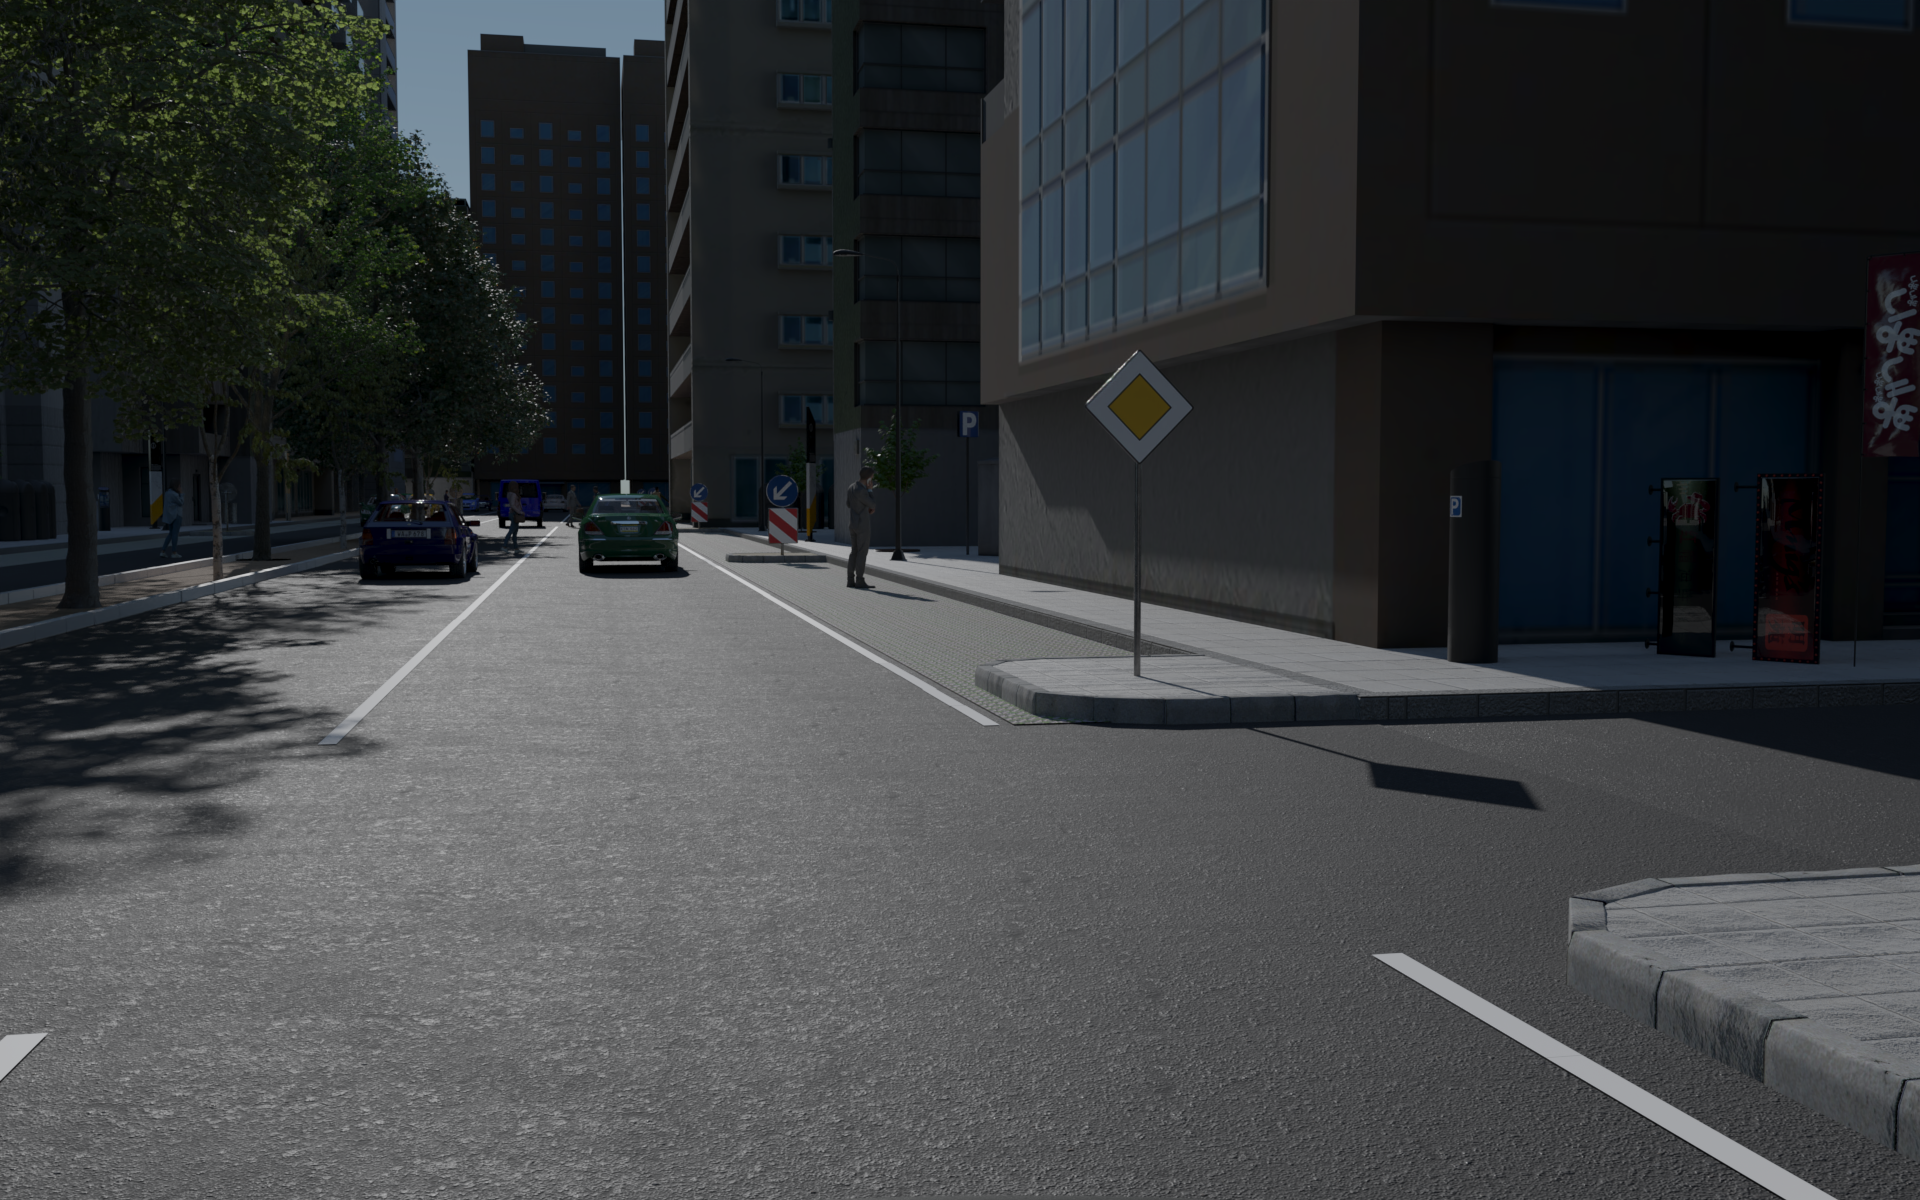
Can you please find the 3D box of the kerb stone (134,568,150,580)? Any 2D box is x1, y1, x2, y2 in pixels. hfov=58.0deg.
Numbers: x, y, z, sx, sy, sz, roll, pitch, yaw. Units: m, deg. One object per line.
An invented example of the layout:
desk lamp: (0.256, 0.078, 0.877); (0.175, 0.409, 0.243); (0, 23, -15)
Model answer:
kerb stone: (-13.795, -0.415, 28.996); (0.120, 0.150, 1.000); (-1, 4, -12)

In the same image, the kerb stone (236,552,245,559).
kerb stone: (-15.504, -0.898, 37.010); (0.120, 0.150, 1.000); (-1, 4, -12)

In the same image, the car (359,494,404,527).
car: (-25.747, -4.028, 77.660); (2.131, 1.459, 4.920); (-1, 4, -12)

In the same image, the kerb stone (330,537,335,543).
kerb stone: (-18.277, -1.704, 50.054); (0.120, 0.150, 1.000); (-1, 4, -12)

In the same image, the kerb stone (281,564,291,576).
kerb stone: (-11.948, -0.501, 30.412); (0.120, 0.150, 1.000); (-1, 4, -12)

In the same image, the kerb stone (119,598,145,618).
kerb stone: (-9.813, 0.112, 20.374); (0.120, 0.150, 1.000); (-1, 4, -12)

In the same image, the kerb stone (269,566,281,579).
kerb stone: (-11.735, -0.441, 29.411); (0.120, 0.150, 1.000); (-1, 4, -12)

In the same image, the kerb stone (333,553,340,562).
kerb stone: (-13.232, -0.871, 36.431); (0.120, 0.150, 1.000); (-1, 4, -12)

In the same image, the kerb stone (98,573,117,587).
kerb stone: (-13.376, -0.291, 26.983); (0.120, 0.150, 1.000); (-1, 4, -12)

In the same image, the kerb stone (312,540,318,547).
kerb stone: (-17.637, -1.520, 47.047); (0.120, 0.150, 1.000); (-1, 4, -12)

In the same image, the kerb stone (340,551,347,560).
kerb stone: (-13.451, -0.932, 37.441); (0.120, 0.150, 1.000); (-1, 4, -12)

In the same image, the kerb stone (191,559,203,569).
kerb stone: (-14.647, -0.661, 33.005); (0.120, 0.150, 1.000); (-1, 4, -12)

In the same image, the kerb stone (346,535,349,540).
kerb stone: (-18.919, -1.888, 53.057); (0.120, 0.150, 1.000); (-1, 4, -12)

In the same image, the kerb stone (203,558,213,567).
kerb stone: (-14.860, -0.722, 34.011); (0.120, 0.150, 1.000); (-1, 4, -12)

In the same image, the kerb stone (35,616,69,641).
kerb stone: (-9.176, 0.296, 17.362); (0.120, 0.150, 1.000); (-1, 4, -12)

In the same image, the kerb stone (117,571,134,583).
kerb stone: (-13.578, -0.353, 27.990); (0.120, 0.150, 1.000); (-1, 4, -12)

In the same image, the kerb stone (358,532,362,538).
kerb stone: (-19.550, -2.072, 56.072); (0.120, 0.150, 1.000); (-1, 4, -12)

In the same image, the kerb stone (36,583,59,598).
kerb stone: (-12.724, -0.104, 23.964); (0.120, 0.150, 1.000); (-1, 4, -12)

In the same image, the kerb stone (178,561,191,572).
kerb stone: (-14.433, -0.600, 32.003); (0.120, 0.150, 1.000); (-1, 4, -12)

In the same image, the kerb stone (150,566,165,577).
kerb stone: (-14.008, -0.477, 29.996); (0.120, 0.150, 1.000); (-1, 4, -12)

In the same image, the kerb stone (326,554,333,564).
kerb stone: (-13.017, -0.809, 35.422); (0.120, 0.150, 1.000); (-1, 4, -12)

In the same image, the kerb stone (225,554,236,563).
kerb stone: (-15.283, -0.839, 36.012); (0.120, 0.150, 1.000); (-1, 4, -12)

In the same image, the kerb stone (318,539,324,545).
kerb stone: (-17.847, -1.582, 48.055); (0.120, 0.150, 1.000); (-1, 4, -12)

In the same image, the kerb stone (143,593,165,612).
kerb stone: (-10.033, 0.050, 21.378); (0.120, 0.150, 1.000); (-1, 4, -12)

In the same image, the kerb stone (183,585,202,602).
kerb stone: (-10.455, -0.073, 23.396); (0.120, 0.150, 1.000); (-1, 4, -12)

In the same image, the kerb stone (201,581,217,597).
kerb stone: (-10.675, -0.134, 24.398); (0.120, 0.150, 1.000); (-1, 4, -12)

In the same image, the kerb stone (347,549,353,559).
kerb stone: (-13.661, -0.987, 38.441); (0.120, 0.150, 1.000); (-1, 4, -12)

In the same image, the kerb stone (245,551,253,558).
kerb stone: (-15.709, -0.967, 38.015); (0.120, 0.150, 1.000); (-1, 4, -12)

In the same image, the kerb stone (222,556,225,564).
kerb stone: (-15.070, -0.780, 35.012); (0.120, 0.150, 1.000); (-1, 4, -12)

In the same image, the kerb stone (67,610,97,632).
kerb stone: (-9.390, 0.235, 18.366); (0.120, 0.150, 1.000); (-1, 4, -12)

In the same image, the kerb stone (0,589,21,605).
kerb stone: (-12.511, -0.047, 22.963); (0.120, 0.150, 1.000); (-1, 4, -12)

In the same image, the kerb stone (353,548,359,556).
kerb stone: (-13.878, -1.055, 39.440); (0.120, 0.150, 1.000); (-1, 4, -12)

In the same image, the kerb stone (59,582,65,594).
kerb stone: (-12.944, -0.164, 24.971); (0.120, 0.150, 1.000); (-1, 4, -12)

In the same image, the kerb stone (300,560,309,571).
kerb stone: (-12.374, -0.618, 32.417); (0.120, 0.150, 1.000); (-1, 4, -12)

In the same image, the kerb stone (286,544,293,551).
kerb stone: (-16.780, -1.274, 43.025); (0.120, 0.150, 1.000); (-1, 4, -12)

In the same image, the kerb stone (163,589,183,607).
kerb stone: (-10.252, -0.011, 22.383); (0.120, 0.150, 1.000); (-1, 4, -12)

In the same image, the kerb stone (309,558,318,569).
kerb stone: (-12.584, -0.684, 33.417); (0.120, 0.150, 1.000); (-1, 4, -12)

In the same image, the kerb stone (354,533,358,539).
kerb stone: (-19.344, -2.010, 55.066); (0.120, 0.150, 1.000); (-1, 4, -12)

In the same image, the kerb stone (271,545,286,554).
kerb stone: (-16.562, -1.213, 42.023); (0.120, 0.150, 1.000); (-1, 4, -12)

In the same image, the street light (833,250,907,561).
street light: (-1.722, -3.709, 33.181); (1.470, 5.913, 1.316); (-1, 4, -12)

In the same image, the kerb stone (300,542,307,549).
kerb stone: (-17.208, -1.398, 45.048); (0.120, 0.150, 1.000); (-1, 4, -12)

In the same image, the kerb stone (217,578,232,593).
kerb stone: (-10.883, -0.196, 25.400); (0.120, 0.150, 1.000); (-1, 4, -12)

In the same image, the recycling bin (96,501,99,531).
recycling bin: (-30.537, -2.971, 61.131); (0.722, 1.027, 0.722); (-1, 4, -17)

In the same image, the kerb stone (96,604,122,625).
kerb stone: (-9.597, 0.180, 19.371); (0.120, 0.150, 1.000); (-1, 4, -12)

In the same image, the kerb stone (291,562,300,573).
kerb stone: (-12.165, -0.564, 31.415); (0.120, 0.150, 1.000); (-1, 4, -12)

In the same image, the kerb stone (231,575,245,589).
kerb stone: (-11.100, -0.257, 26.399); (0.120, 0.150, 1.000); (-1, 4, -12)

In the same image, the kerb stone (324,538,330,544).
kerb stone: (-18.063, -1.643, 49.054); (0.120, 0.150, 1.000); (-1, 4, -12)

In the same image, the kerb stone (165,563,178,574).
kerb stone: (-14.221, -0.534, 30.999); (0.120, 0.150, 1.000); (-1, 4, -12)

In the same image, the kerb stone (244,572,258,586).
kerb stone: (-11.310, -0.318, 27.400); (0.120, 0.150, 1.000); (-1, 4, -12)

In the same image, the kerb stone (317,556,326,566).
kerb stone: (-12.794, -0.748, 34.424); (0.120, 0.150, 1.000); (-1, 4, -12)

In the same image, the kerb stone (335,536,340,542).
kerb stone: (-18.478, -1.760, 51.057); (0.120, 0.150, 1.000); (-1, 4, -12)

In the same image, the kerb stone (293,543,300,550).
kerb stone: (-16.992, -1.336, 44.034); (0.120, 0.150, 1.000); (-1, 4, -12)

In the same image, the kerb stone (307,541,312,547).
kerb stone: (-17.428, -1.459, 46.046); (0.120, 0.150, 1.000); (-1, 4, -12)

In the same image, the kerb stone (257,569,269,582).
kerb stone: (-11.525, -0.380, 28.407); (0.120, 0.150, 1.000); (-1, 4, -12)

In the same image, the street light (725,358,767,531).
street light: (-7.309, -5.306, 59.302); (1.470, 5.913, 1.316); (-1, 4, -12)

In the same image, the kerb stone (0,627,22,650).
kerb stone: (-8.966, 0.357, 16.361); (0.120, 0.150, 1.000); (-1, 4, -12)

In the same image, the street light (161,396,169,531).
street light: (-27.365, -5.401, 60.841); (1.470, 5.913, 1.316); (-1, 4, -12)

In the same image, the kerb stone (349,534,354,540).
kerb stone: (-19.128, -1.949, 54.061); (0.120, 0.150, 1.000); (-1, 4, -12)
